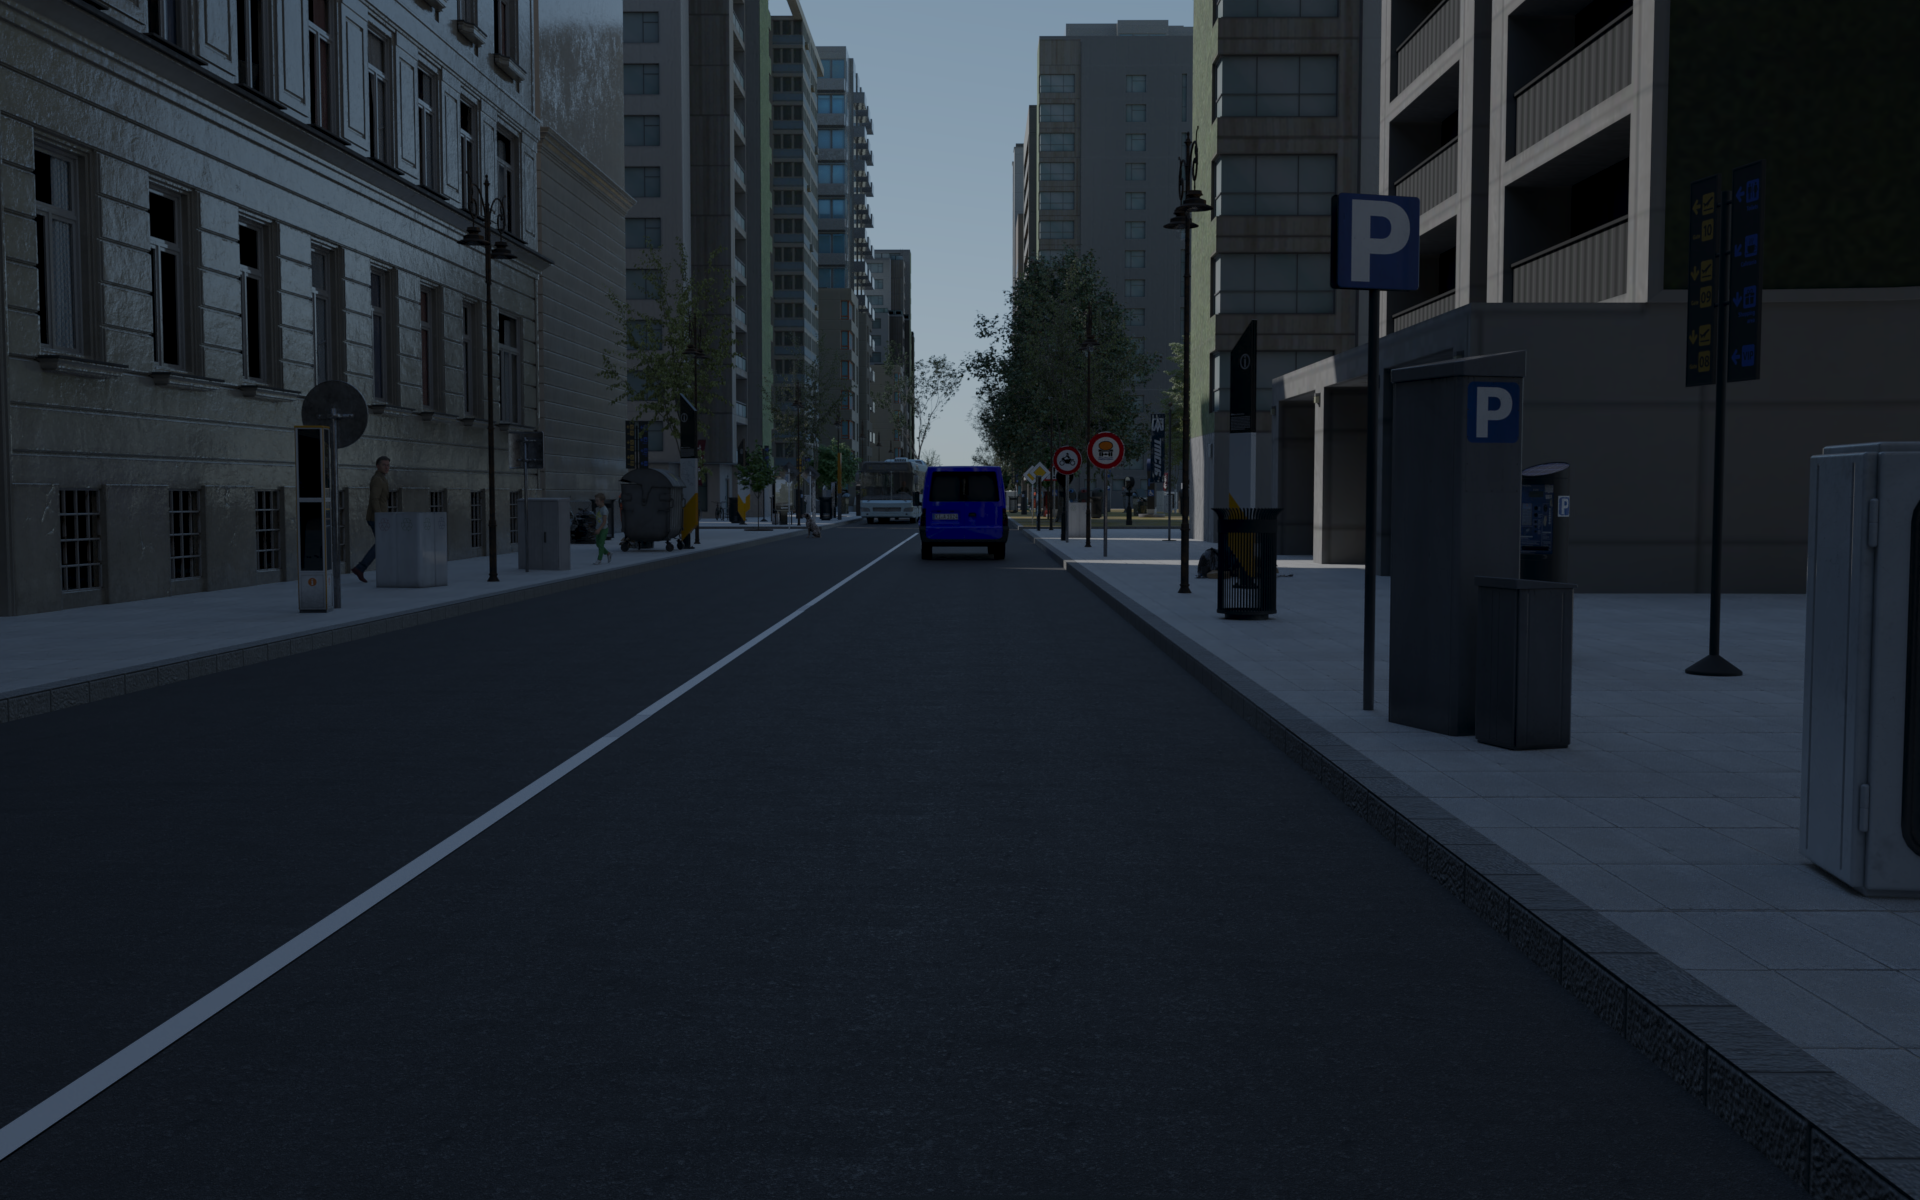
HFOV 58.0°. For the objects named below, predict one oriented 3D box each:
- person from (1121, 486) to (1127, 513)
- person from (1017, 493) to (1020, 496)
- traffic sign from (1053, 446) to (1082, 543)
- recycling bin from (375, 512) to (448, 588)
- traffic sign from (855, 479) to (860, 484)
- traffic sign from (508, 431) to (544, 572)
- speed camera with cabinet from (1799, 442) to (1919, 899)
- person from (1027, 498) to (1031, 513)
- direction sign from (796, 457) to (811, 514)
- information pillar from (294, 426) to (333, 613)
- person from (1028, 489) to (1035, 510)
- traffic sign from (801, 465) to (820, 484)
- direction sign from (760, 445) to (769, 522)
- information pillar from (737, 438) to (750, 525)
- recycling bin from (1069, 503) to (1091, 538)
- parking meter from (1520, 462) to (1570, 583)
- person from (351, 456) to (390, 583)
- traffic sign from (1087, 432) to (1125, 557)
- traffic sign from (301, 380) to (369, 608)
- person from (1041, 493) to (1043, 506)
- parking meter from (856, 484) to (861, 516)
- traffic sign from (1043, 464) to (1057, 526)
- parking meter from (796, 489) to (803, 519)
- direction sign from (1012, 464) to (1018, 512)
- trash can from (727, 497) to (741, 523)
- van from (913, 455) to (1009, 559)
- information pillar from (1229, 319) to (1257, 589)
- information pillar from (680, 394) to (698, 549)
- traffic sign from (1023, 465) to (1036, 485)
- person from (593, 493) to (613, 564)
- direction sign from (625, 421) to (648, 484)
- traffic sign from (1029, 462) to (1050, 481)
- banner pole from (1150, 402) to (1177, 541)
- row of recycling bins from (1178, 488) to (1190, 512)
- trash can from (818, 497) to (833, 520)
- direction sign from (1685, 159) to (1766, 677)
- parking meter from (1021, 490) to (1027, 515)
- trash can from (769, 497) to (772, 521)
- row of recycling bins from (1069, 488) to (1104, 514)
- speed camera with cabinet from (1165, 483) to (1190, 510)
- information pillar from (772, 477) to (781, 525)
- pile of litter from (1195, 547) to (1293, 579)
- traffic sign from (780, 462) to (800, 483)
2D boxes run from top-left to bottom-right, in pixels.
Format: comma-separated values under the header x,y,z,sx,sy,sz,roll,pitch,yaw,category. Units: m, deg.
x,y,z,sx,sy,sz,roll,pitch,yaw,category
11.294,-6.942,119.348,0.447,1.846,0.655,0,4,-3,person
7.063,-13.169,221.431,1.350,1.814,0.705,0,4,5,person
2.834,-2.790,45.729,0.768,2.556,0.104,0,4,7,traffic sign
-7.593,-0.699,23.980,0.722,1.027,0.722,1,4,14,recycling bin
-6.327,-6.761,110.643,0.768,2.556,0.104,0,4,5,traffic sign
-7.105,-1.605,28.367,0.606,2.300,0.079,1,4,10,traffic sign
3.879,-0.683,5.505,2.038,3.252,0.660,1,4,9,speed camera with cabinet
4.395,-6.322,113.657,0.590,1.304,0.306,-1,4,-10,person
-9.499,-6.920,105.147,0.876,3.537,0.379,-1,4,-10,direction sign
-6.989,-0.871,18.739,0.304,2.012,0.304,0,4,-8,information pillar
5.905,-8.210,140.759,0.515,1.767,0.782,-1,4,-22,person
-6.053,-4.143,69.924,0.795,2.593,0.064,0,4,1,traffic sign
-9.128,-5.415,80.535,0.379,3.537,0.876,2,4,26,direction sign
-9.135,-4.962,72.489,0.183,3.616,0.504,-3,5,-39,information pillar
3.461,-2.363,51.191,0.722,1.027,0.722,0,4,-7,recycling bin
4.536,-0.310,13.475,0.372,1.533,0.369,0,3,0,parking meter
-8.502,-1.182,25.274,0.656,1.842,0.836,3,4,37,person
2.981,-2.162,35.448,0.768,2.556,0.104,0,4,7,traffic sign
-6.994,-1.179,19.382,0.768,2.556,0.104,0,4,3,traffic sign
6.236,-7.904,135.621,0.601,1.785,0.444,2,4,30,person
-5.910,-5.833,101.085,0.255,1.863,0.399,1,4,13,parking meter
3.769,-4.240,69.320,0.884,2.594,0.081,0,4,4,traffic sign
-8.365,-5.001,90.169,0.372,1.533,0.369,0,3,0,parking meter
4.040,-8.256,126.985,0.379,3.537,0.876,2,4,32,direction sign
-9.811,-3.931,75.923,0.748,1.137,0.748,0,3,0,trash can
0.029,-2.160,39.693,2.240,2.365,5.245,0,4,-1,van
3.843,-1.967,23.507,0.183,3.616,0.504,-2,4,-29,information pillar
-6.326,-2.998,40.366,0.504,3.616,0.183,2,4,35,information pillar
2.941,-4.137,69.822,0.795,2.593,0.064,0,4,1,traffic sign
-6.540,-1.311,31.718,0.306,1.304,0.590,2,4,25,person
-10.007,-3.775,53.718,0.379,3.537,0.876,3,5,39,direction sign
2.868,-3.648,61.837,0.795,2.593,0.064,0,4,1,traffic sign
5.539,-3.507,47.352,0.863,3.779,0.401,3,4,39,banner pole
16.201,-7.099,123.186,1.069,1.692,3.534,1,4,19,row of recycling bins
-6.529,-4.441,84.257,0.748,1.137,0.748,0,3,0,trash can
5.374,-1.238,12.243,0.379,3.537,0.876,0,4,-8,direction sign
3.986,-6.064,107.559,0.372,1.533,0.369,0,3,0,parking meter
-8.165,-4.027,77.489,0.748,1.137,0.748,0,3,0,trash can
7.485,-6.354,110.996,3.534,1.692,1.069,0,4,-1,row of recycling bins
17.165,-8.715,136.825,2.038,3.252,0.660,0,4,-2,speed camera with cabinet
-7.720,-4.182,72.860,0.304,2.012,0.304,2,4,23,information pillar
4.375,-0.777,26.666,1.719,0.858,1.176,-1,4,-11,pile of litter
-6.126,-3.654,61.939,0.795,2.593,0.064,0,4,1,traffic sign
